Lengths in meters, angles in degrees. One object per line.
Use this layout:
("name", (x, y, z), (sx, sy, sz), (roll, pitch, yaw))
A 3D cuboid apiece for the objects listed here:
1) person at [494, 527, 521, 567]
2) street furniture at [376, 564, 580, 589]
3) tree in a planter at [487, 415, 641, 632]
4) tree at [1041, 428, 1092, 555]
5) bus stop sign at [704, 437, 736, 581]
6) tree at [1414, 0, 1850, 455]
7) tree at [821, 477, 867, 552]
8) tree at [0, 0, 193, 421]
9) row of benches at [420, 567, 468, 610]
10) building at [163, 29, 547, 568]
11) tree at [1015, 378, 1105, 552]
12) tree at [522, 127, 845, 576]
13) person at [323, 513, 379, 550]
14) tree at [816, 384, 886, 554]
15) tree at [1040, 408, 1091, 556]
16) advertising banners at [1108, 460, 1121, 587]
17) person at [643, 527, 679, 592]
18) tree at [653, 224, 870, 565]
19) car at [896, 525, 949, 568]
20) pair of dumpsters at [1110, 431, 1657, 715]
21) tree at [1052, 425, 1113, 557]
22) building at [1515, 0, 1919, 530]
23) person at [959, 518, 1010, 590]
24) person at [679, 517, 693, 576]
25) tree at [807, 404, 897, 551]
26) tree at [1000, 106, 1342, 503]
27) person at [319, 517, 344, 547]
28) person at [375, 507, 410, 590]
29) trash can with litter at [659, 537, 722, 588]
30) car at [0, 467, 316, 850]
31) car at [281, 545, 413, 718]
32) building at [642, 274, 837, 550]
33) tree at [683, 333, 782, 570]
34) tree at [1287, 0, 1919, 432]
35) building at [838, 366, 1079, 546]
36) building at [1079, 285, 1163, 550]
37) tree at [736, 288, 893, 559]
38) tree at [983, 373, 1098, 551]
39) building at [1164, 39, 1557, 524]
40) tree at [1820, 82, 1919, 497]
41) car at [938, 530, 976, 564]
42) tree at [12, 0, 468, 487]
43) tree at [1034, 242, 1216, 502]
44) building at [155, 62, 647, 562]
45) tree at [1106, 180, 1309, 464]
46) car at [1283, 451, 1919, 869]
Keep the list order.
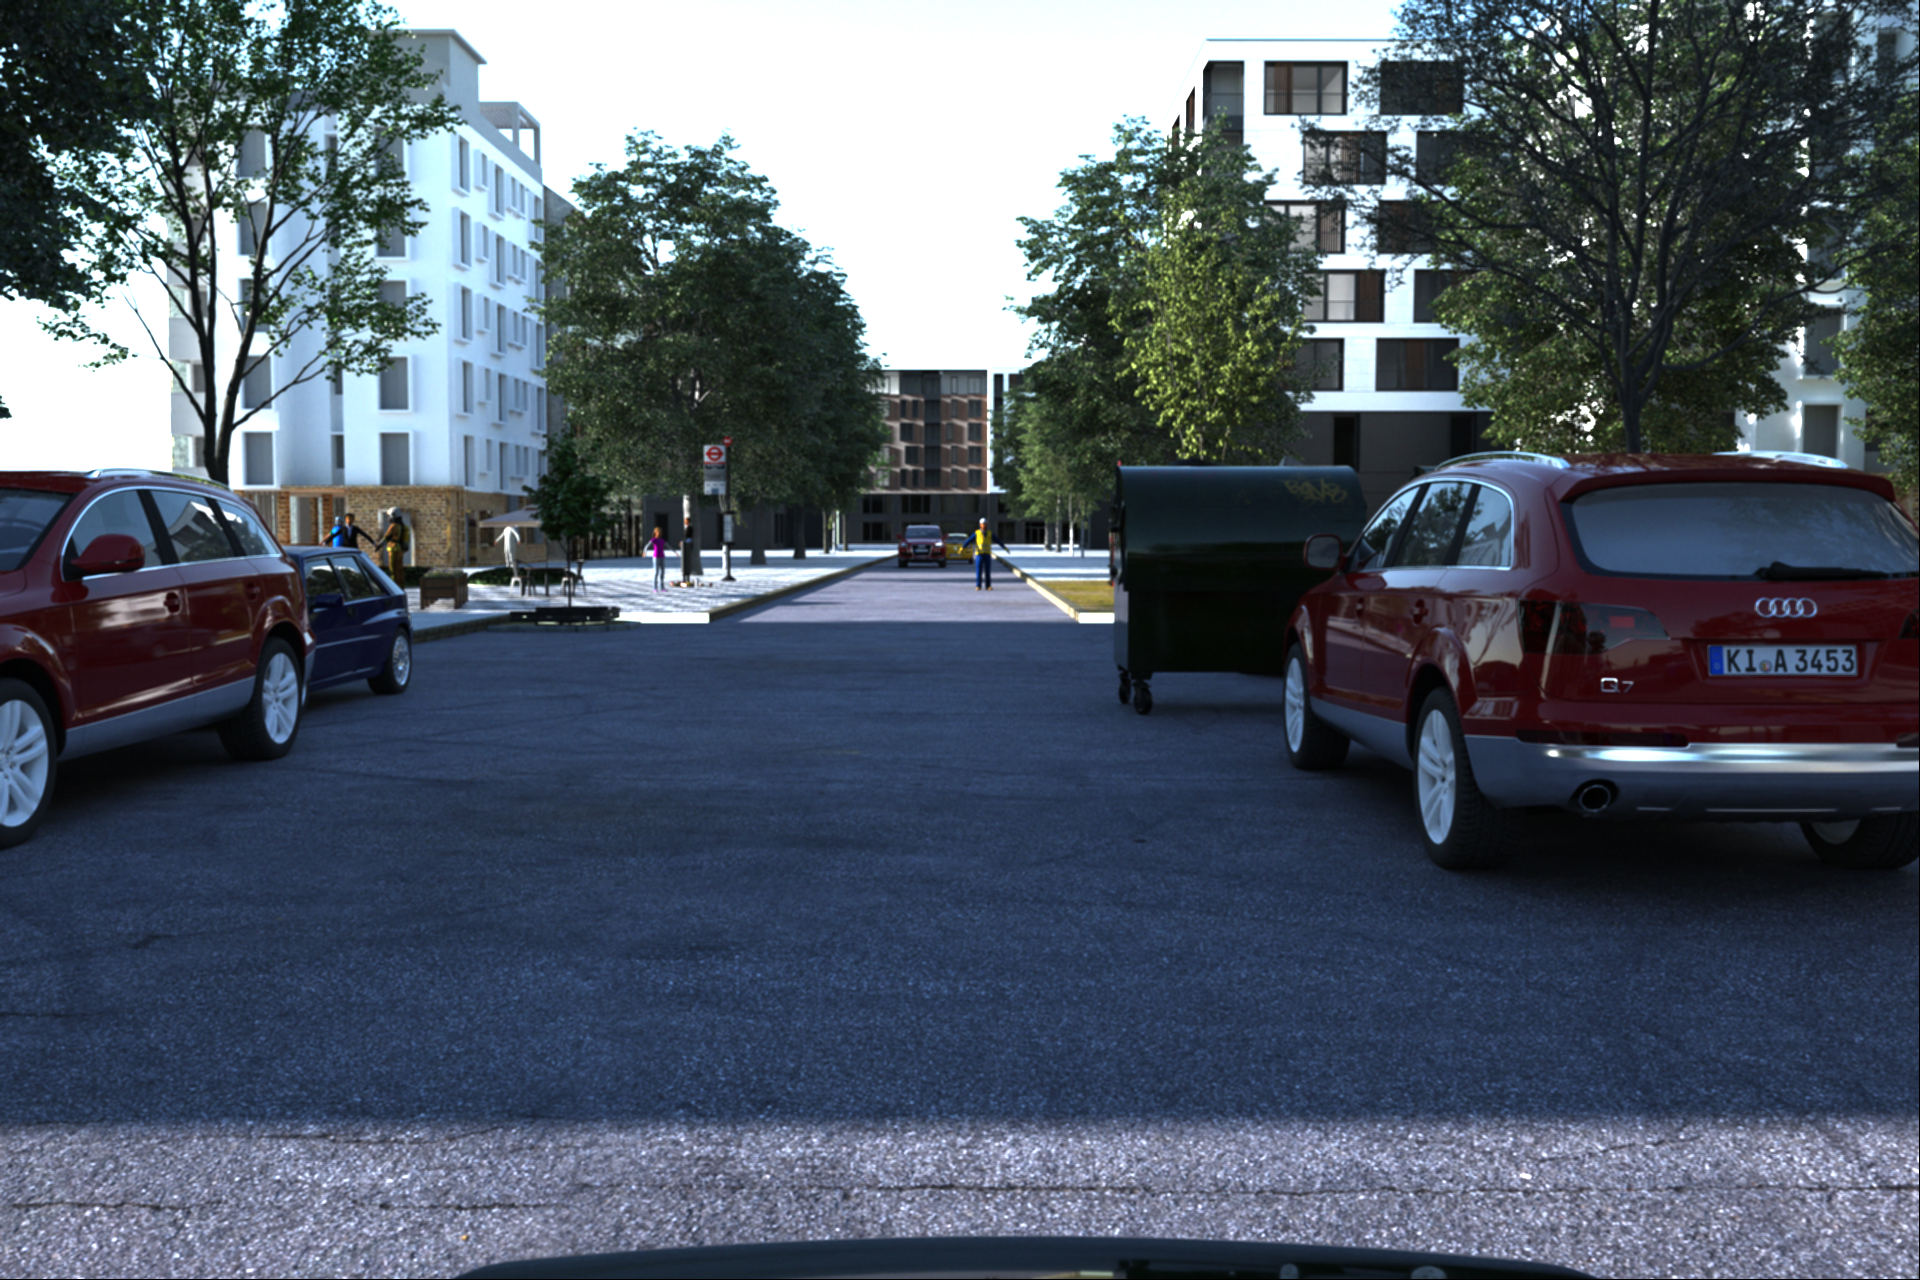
("person", (-15.354, -3.231, 59.017), (1.347, 1.806, 0.705), (3, 4, 37))
("street furniture", (-15.003, -1.737, 44.027), (10.072, 0.657, 5.734), (2, 4, 26))
("tree in a planter", (-5.919, -1.770, 26.158), (1.991, 3.239, 1.994), (0, 3, 0))
("tree", (6.699, -9.608, 107.456), (4.360, 8.622, 3.978), (0, 3, 0))
("bus stop sign", (-6.573, -3.595, 47.476), (0.855, 3.939, 0.416), (0, 4, 0))
("tree", (14.793, -8.087, 38.881), (9.857, 13.997, 8.962), (0, 3, 0))
("tree", (-8.577, -10.406, 120.498), (4.737, 8.622, 4.395), (0, 3, 0))
("tree", (-12.048, -6.718, 16.503), (9.857, 13.997, 8.962), (0, 3, 0))
("row of benches", (-9.289, -0.965, 31.239), (1.422, 0.672, 4.104), (-1, 4, -13))
("building", (-23.910, -12.840, 66.354), (16.016, 20.090, 11.380), (0, 3, 0))
("tree", (7.237, -12.409, 121.013), (7.486, 12.596, 7.792), (0, 3, 0))
("tree", (-8.421, -8.974, 53.387), (9.857, 13.997, 8.962), (0, 3, 0))
("person", (-13.445, -1.924, 38.172), (1.216, 1.740, 0.721), (-1, 4, -14))
("tree", (-8.625, -11.370, 111.654), (9.928, 11.665, 9.643), (0, 3, 0))
("tree", (6.376, -9.246, 101.529), (4.360, 8.622, 3.978), (0, 3, 0))
("advertising banners", (3.740, -2.791, 41.814), (0.090, 3.025, 2.074), (0, 4, -2))
("person", (-6.623, -1.777, 38.317), (0.599, 1.433, 0.991), (3, 5, 42))
("tree", (-8.505, -10.102, 71.831), (9.857, 13.997, 8.962), (0, 3, 0))
("car", (-1.604, -4.058, 75.025), (2.281, 1.827, 5.304), (0, 4, 0))
("pair of dumpsters", (3.444, -0.568, 14.245), (4.436, 2.255, 1.574), (0, 4, -1))
("tree", (6.558, -8.818, 94.532), (4.360, 8.622, 3.978), (0, 3, 0))
("building", (26.101, -12.675, 63.650), (16.016, 20.090, 11.380), (0, 4, 0))
("person", (0.613, -2.202, 44.431), (1.349, 1.833, 0.705), (-1, 4, -10))
("person", (-8.432, -2.902, 53.665), (0.704, 1.802, 1.346), (0, 4, 4))
("tree", (-8.492, -12.448, 129.282), (9.928, 11.665, 9.643), (0, 3, 0))
("tree", (6.276, -8.841, 51.206), (9.857, 13.997, 8.962), (0, 3, 0))
("person", (-19.145, -2.892, 53.418), (1.347, 1.817, 0.704), (1, 4, 18))
("person", (-12.116, -1.919, 37.139), (0.705, 1.858, 1.354), (1, 4, 9))
("trash can with litter", (-6.554, -1.926, 42.552), (1.678, 1.210, 2.233), (0, 4, 1))
("car", (-5.318, -0.052, 9.526), (2.281, 1.827, 5.304), (0, 4, 0))
("car", (-5.864, -0.102, 14.255), (1.945, 1.354, 3.894), (0, 3, 0))
("building", (-25.692, -18.873, 152.544), (27.936, 21.610, 32.646), (0, 4, -1))
("tree", (-8.707, -6.848, 62.324), (4.360, 8.622, 3.978), (0, 3, 0))
("tree", (10.060, -7.046, 25.580), (12.009, 13.543, 11.850), (0, 3, 0))
("building", (1.272, -23.063, 223.507), (32.646, 21.610, 27.936), (0, 3, 0))
("building", (24.680, -19.238, 158.513), (27.936, 21.610, 32.646), (0, 3, 0))
("tree", (-8.141, -11.127, 88.588), (9.857, 13.997, 8.962), (0, 3, 0))
("tree", (6.593, -13.729, 131.124), (9.857, 13.997, 8.962), (0, 3, 0))
("building", (24.004, -14.941, 88.262), (27.936, 21.610, 32.646), (0, 4, 0))
("tree", (26.492, -8.352, 43.209), (9.857, 13.997, 8.962), (0, 3, 0))
("car", (-0.201, -4.498, 83.773), (2.015, 1.641, 3.980), (0, 4, 0))
("tree", (-11.814, -6.221, 27.474), (9.928, 11.665, 9.643), (0, 3, 0))
("tree", (6.668, -9.172, 68.091), (7.486, 12.596, 7.792), (0, 3, 0))
("building", (-27.365, -15.794, 89.168), (19.493, 23.208, 18.063), (0, 4, 1))
("tree", (4.985, -5.248, 36.175), (4.737, 8.622, 4.395), (0, 3, 0))
("car", (3.043, -0.017, 8.943), (2.281, 1.827, 5.304), (0, 3, 0))
